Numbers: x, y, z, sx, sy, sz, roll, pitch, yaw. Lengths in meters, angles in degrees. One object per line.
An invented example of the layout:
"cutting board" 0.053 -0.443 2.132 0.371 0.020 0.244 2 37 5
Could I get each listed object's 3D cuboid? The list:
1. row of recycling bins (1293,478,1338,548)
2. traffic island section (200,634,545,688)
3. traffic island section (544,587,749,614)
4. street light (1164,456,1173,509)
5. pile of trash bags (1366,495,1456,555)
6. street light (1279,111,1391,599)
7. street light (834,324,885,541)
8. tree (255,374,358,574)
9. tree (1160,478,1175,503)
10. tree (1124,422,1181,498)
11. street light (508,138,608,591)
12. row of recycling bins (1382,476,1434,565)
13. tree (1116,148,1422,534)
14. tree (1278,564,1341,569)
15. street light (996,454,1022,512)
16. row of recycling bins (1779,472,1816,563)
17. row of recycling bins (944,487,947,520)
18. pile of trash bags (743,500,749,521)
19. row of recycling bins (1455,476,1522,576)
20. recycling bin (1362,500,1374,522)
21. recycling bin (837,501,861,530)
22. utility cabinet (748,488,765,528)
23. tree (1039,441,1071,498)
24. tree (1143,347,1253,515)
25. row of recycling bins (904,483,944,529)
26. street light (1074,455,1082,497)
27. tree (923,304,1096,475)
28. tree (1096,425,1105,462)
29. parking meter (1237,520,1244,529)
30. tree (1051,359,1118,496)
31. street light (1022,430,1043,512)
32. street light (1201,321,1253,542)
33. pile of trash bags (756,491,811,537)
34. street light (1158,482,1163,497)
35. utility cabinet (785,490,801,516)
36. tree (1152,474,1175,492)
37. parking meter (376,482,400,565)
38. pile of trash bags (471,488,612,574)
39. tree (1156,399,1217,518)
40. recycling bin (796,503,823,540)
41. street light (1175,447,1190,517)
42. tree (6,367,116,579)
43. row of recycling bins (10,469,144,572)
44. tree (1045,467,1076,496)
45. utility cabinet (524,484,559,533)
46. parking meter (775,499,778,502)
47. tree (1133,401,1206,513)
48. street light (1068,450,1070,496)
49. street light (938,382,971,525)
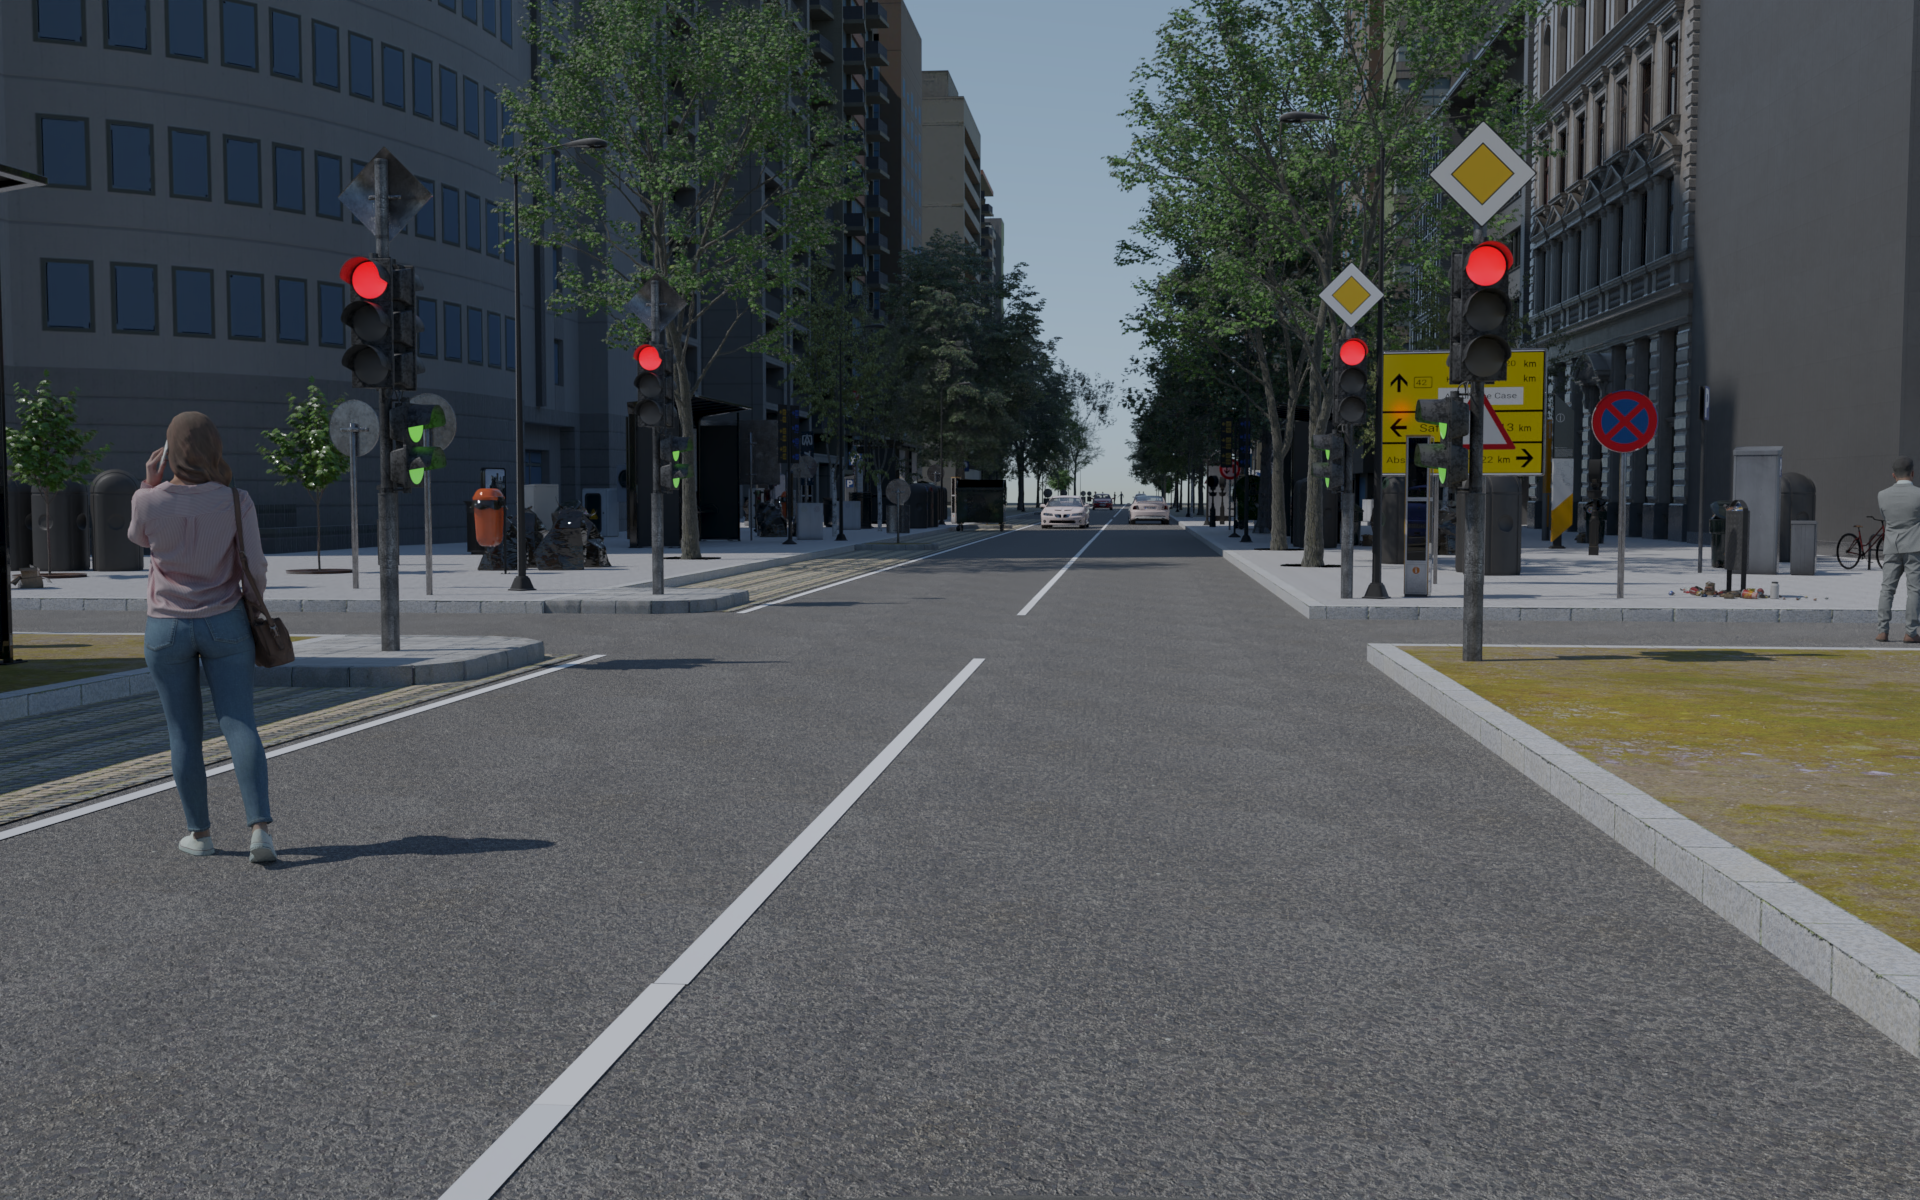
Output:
"row of recycling bins" 8.661 -2.166 42.527 1.069 1.692 3.534 0 4 8
"traffic island section" -4.684 0.494 14.201 2.009 0.180 2.903 0 4 6
"traffic island section" -3.877 0.008 22.146 2.009 0.180 2.903 0 4 6
"street light" 12.428 -7.691 98.293 1.470 5.913 1.316 0 4 6
"pile of trash bags" 9.879 -1.706 37.649 1.912 1.369 3.447 0 4 6
"street light" 4.578 -2.974 21.161 1.470 5.913 1.316 0 4 6
"street light" -2.733 -4.580 47.419 1.470 5.913 1.316 0 4 6
"tree" -10.544 -2.045 28.032 1.663 3.219 1.824 0 3 0
"tree" 29.214 -15.520 248.353 1.663 3.219 1.824 0 3 0
"tree" 25.260 -18.913 215.877 9.857 13.997 8.962 0 3 0
"street light" -5.290 -3.075 22.814 1.470 5.913 1.316 0 4 6
"row of recycling bins" 8.545 -1.590 33.115 1.069 1.692 3.534 1 4 15
"tree" 9.977 -8.510 56.153 9.611 12.733 9.660 0 3 0
"tree" 6.390 -6.382 30.104 9.928 11.665 9.643 0 3 0
"street light" 2.669 -7.793 99.964 1.470 5.913 1.316 0 4 6
"row of recycling bins" 16.049 -1.646 34.031 1.069 1.692 3.534 1 4 18
"row of recycling bins" -1.152 -4.883 86.948 1.069 1.692 3.534 0 4 4
"pile of trash bags" -9.099 -4.064 76.199 3.447 1.369 1.912 1 4 20
"row of recycling bins" 8.743 -1.324 28.760 1.069 1.692 3.534 1 4 15
"recycling bin" 18.928 -4.086 79.353 0.722 1.027 0.722 -1 4 -20
"recycling bin" -4.044 -3.038 62.227 0.722 1.027 0.722 -2 4 -33
"utility cabinet" -7.742 -3.498 65.865 0.318 1.500 1.173 1 4 10
"tree" 8.605 -13.546 171.844 4.360 8.622 3.978 0 3 0
"tree" 15.043 -11.421 104.852 7.486 12.596 7.792 0 3 0
"row of recycling bins" -1.503 -3.588 65.773 1.069 1.692 3.534 1 4 9
"street light" 13.431 -14.263 205.736 1.470 5.913 1.316 0 4 6
"tree" 2.110 -12.282 111.177 12.009 13.543 11.850 0 3 0
"tree" 13.602 -19.135 223.232 12.009 13.543 11.850 0 3 0
"parking meter" 10.410 -3.600 64.573 0.255 1.863 0.399 3 4 38
"tree" 15.976 -23.532 240.643 12.611 20.169 13.585 0 3 0
"street light" 5.115 -9.314 124.823 1.470 5.913 1.316 0 4 6
"street light" 7.076 -4.491 45.962 1.470 5.913 1.316 0 4 6
"pile of trash bags" -5.302 -2.650 53.086 1.912 1.369 3.447 0 4 -7
"street light" 14.910 -9.195 122.881 1.470 5.913 1.316 0 4 6
"utility cabinet" -9.349 -5.459 97.941 1.173 1.500 0.318 0 4 -8
"tree" 28.329 -15.733 240.951 4.285 4.588 4.351 0 3 0
"parking meter" -10.329 -1.398 31.273 0.372 1.533 0.369 0 3 0
"pile of trash bags" -7.274 -1.189 29.191 1.912 1.369 3.447 1 4 10
"tree" 12.717 -8.723 92.981 4.360 8.622 3.978 0 3 0
"recycling bin" -4.242 -2.217 48.810 0.722 1.027 0.722 -1 4 -9
"street light" 9.611 -6.022 71.006 1.470 5.913 1.316 0 4 6
"tree" -13.887 -1.958 26.620 1.663 3.219 1.824 0 3 0
"row of recycling bins" -15.434 -1.343 29.074 3.534 1.692 1.069 0 4 7
"tree" 11.133 -12.724 191.755 4.285 4.588 4.351 0 3 0
"utility cabinet" -9.305 -1.820 38.431 0.318 1.500 1.173 1 4 13
"parking meter" -9.940 -5.438 94.627 0.255 1.863 0.399 -1 4 -23
"tree" 17.425 -12.427 137.596 8.767 10.594 7.601 2 4 29
"street light" 10.826 -12.767 181.282 1.470 5.913 1.316 0 4 6
"street light" -0.223 -6.087 72.066 1.470 5.913 1.316 0 4 6
